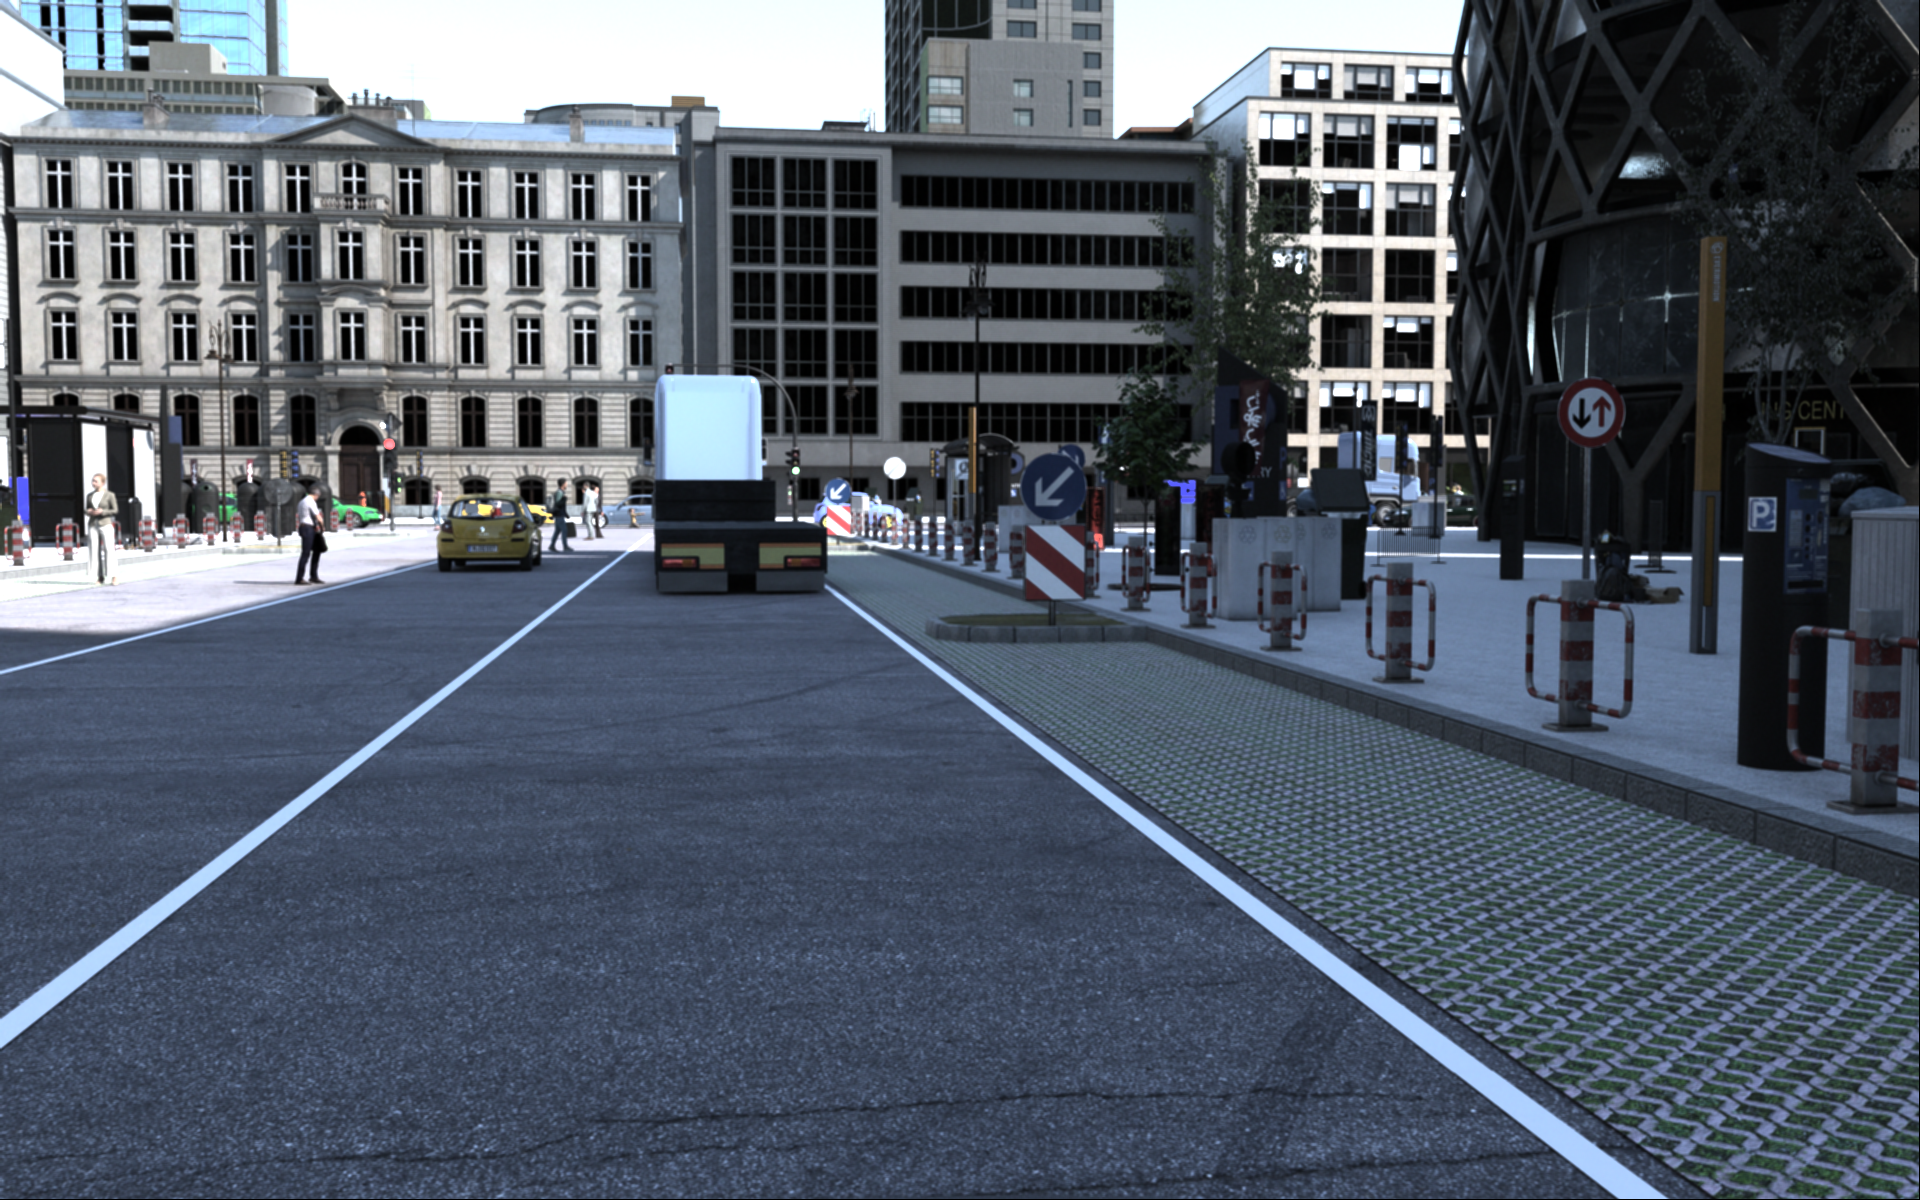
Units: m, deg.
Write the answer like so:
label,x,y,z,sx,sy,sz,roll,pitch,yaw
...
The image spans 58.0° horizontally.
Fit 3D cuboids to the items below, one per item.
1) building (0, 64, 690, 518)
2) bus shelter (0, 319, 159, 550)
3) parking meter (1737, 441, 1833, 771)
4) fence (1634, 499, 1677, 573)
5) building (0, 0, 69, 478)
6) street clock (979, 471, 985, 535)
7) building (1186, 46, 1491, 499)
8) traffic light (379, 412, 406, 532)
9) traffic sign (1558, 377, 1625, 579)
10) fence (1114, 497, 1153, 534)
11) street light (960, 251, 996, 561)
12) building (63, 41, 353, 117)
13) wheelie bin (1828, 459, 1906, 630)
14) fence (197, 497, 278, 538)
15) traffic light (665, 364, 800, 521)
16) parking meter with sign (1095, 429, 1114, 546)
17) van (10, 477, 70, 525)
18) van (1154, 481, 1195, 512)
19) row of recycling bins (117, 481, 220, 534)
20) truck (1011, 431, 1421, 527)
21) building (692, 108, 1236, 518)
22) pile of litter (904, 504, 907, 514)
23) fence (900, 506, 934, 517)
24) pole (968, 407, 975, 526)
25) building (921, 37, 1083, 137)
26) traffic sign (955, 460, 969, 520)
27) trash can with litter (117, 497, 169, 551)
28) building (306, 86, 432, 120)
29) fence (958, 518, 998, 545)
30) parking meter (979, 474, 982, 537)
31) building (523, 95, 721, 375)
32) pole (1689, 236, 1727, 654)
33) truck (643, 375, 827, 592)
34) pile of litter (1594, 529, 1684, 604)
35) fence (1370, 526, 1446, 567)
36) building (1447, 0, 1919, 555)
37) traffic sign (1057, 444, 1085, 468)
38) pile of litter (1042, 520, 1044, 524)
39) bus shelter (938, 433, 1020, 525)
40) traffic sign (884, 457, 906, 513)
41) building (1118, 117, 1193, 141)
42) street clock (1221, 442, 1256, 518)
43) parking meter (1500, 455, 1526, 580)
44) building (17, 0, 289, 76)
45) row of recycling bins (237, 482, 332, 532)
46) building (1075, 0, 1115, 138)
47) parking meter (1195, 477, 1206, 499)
label,x,y,z,sx,sy,sz,roll,pitch,yaw
building,-32.690,-16.992,96.898,34.723,24.649,14.460,-1,4,-8
bus shelter,-21.928,-3.959,42.362,2.179,5.291,8.768,-1,4,-8
parking meter,3.879,0.016,8.143,0.372,1.533,0.369,0,3,0
fence,11.713,-1.099,29.176,0.480,1.192,2.264,1,4,17
building,-64.430,-19.165,90.846,29.804,29.767,11.434,-1,4,-8
street clock,0.599,-3.061,54.619,0.358,2.002,0.471,-2,4,-26
building,31.303,-18.580,108.306,34.151,26.468,19.350,-1,4,-8
traffic light,-19.413,-4.298,59.189,0.839,4.253,0.868,-1,4,-8
traffic sign,6.884,-1.155,18.990,0.768,2.556,0.104,0,4,-6
fence,5.639,-2.783,56.713,0.480,1.192,2.264,-1,4,-18
street light,0.332,-3.694,33.184,0.468,5.910,1.993,-1,4,-8
building,-65.969,-28.233,153.495,32.217,40.220,23.993,-1,4,-8
wheelie bin,8.227,-0.492,15.952,0.693,1.594,0.980,-2,4,-27
fence,-21.153,-2.416,50.702,2.264,1.192,0.480,-2,4,-27
traffic light,-7.908,-5.266,60.763,4.771,5.953,1.251,-1,4,-8
parking meter with sign,3.632,-2.878,43.321,0.543,3.016,1.738,0,4,-1
van,-33.706,-3.609,63.397,5.245,2.365,2.240,0,4,-7
van,11.564,-4.538,78.578,5.245,2.365,2.240,-1,4,-10
row of recycling bins,-25.632,-2.974,55.743,3.534,1.692,1.069,0,4,-3
truck,11.112,-5.186,74.546,18.799,4.110,2.967,0,4,-7
building,-0.273,-17.232,100.802,30.058,24.678,14.314,-1,4,-8
pile of litter,-2.834,-4.520,87.870,1.176,0.858,1.719,-1,4,-15
fence,-2.049,-4.205,84.122,2.069,0.683,0.278,-2,4,-32
pole,0.301,-2.873,40.822,0.158,3.312,0.155,0,3,0
building,3.160,-29.139,160.018,14.154,41.232,14.086,-1,4,-8
traffic sign,0.148,-2.951,50.383,0.606,2.300,0.079,0,4,-3
trash can with litter,-19.225,-1.772,40.028,1.678,1.210,2.233,-1,4,-15
building,-60.822,-29.960,173.436,14.154,41.232,14.086,-1,4,-8
fence,0.819,-1.680,42.847,2.069,0.683,0.278,3,4,39
parking meter,0.478,-2.784,51.233,0.255,1.863,0.399,2,4,24
building,-49.719,-43.771,257.653,28.212,58.520,21.231,-1,4,-8
pole,5.983,-1.223,13.845,0.158,3.312,0.155,0,3,0
truck,-4.702,-2.683,33.619,2.967,4.110,18.799,-1,4,-10
pile of litter,8.147,-0.429,20.973,1.176,0.858,1.719,2,4,25
fence,8.156,-0.982,31.430,2.069,0.683,0.278,-3,5,-43
building,21.441,-10.643,41.463,16.820,18.784,16.811,-1,4,-8
traffic sign,2.816,-2.702,44.287,0.768,2.556,0.104,0,4,-3
pile of litter,2.068,-2.171,49.459,1.176,0.858,1.719,-1,4,-16
bus shelter,0.601,-4.062,60.337,2.014,3.302,5.546,-1,4,-8
traffic sign,-2.259,-3.662,59.981,0.768,2.556,0.104,0,4,-5
building,32.429,-33.479,202.010,28.867,44.769,22.147,-1,4,-8
street clock,4.035,-1.263,25.221,0.471,2.002,0.358,-3,4,-37
parking meter,8.285,-1.239,25.965,0.255,1.863,0.399,2,4,35
building,-84.642,-53.270,183.636,31.000,86.520,22.319,-1,4,-8
row of recycling bins,-22.925,-3.158,58.748,3.534,1.692,1.069,1,4,13
building,3.337,-45.161,176.634,20.563,71.187,20.611,-1,4,-8
parking meter,8.415,-3.344,60.382,0.399,1.863,0.255,2,4,23
